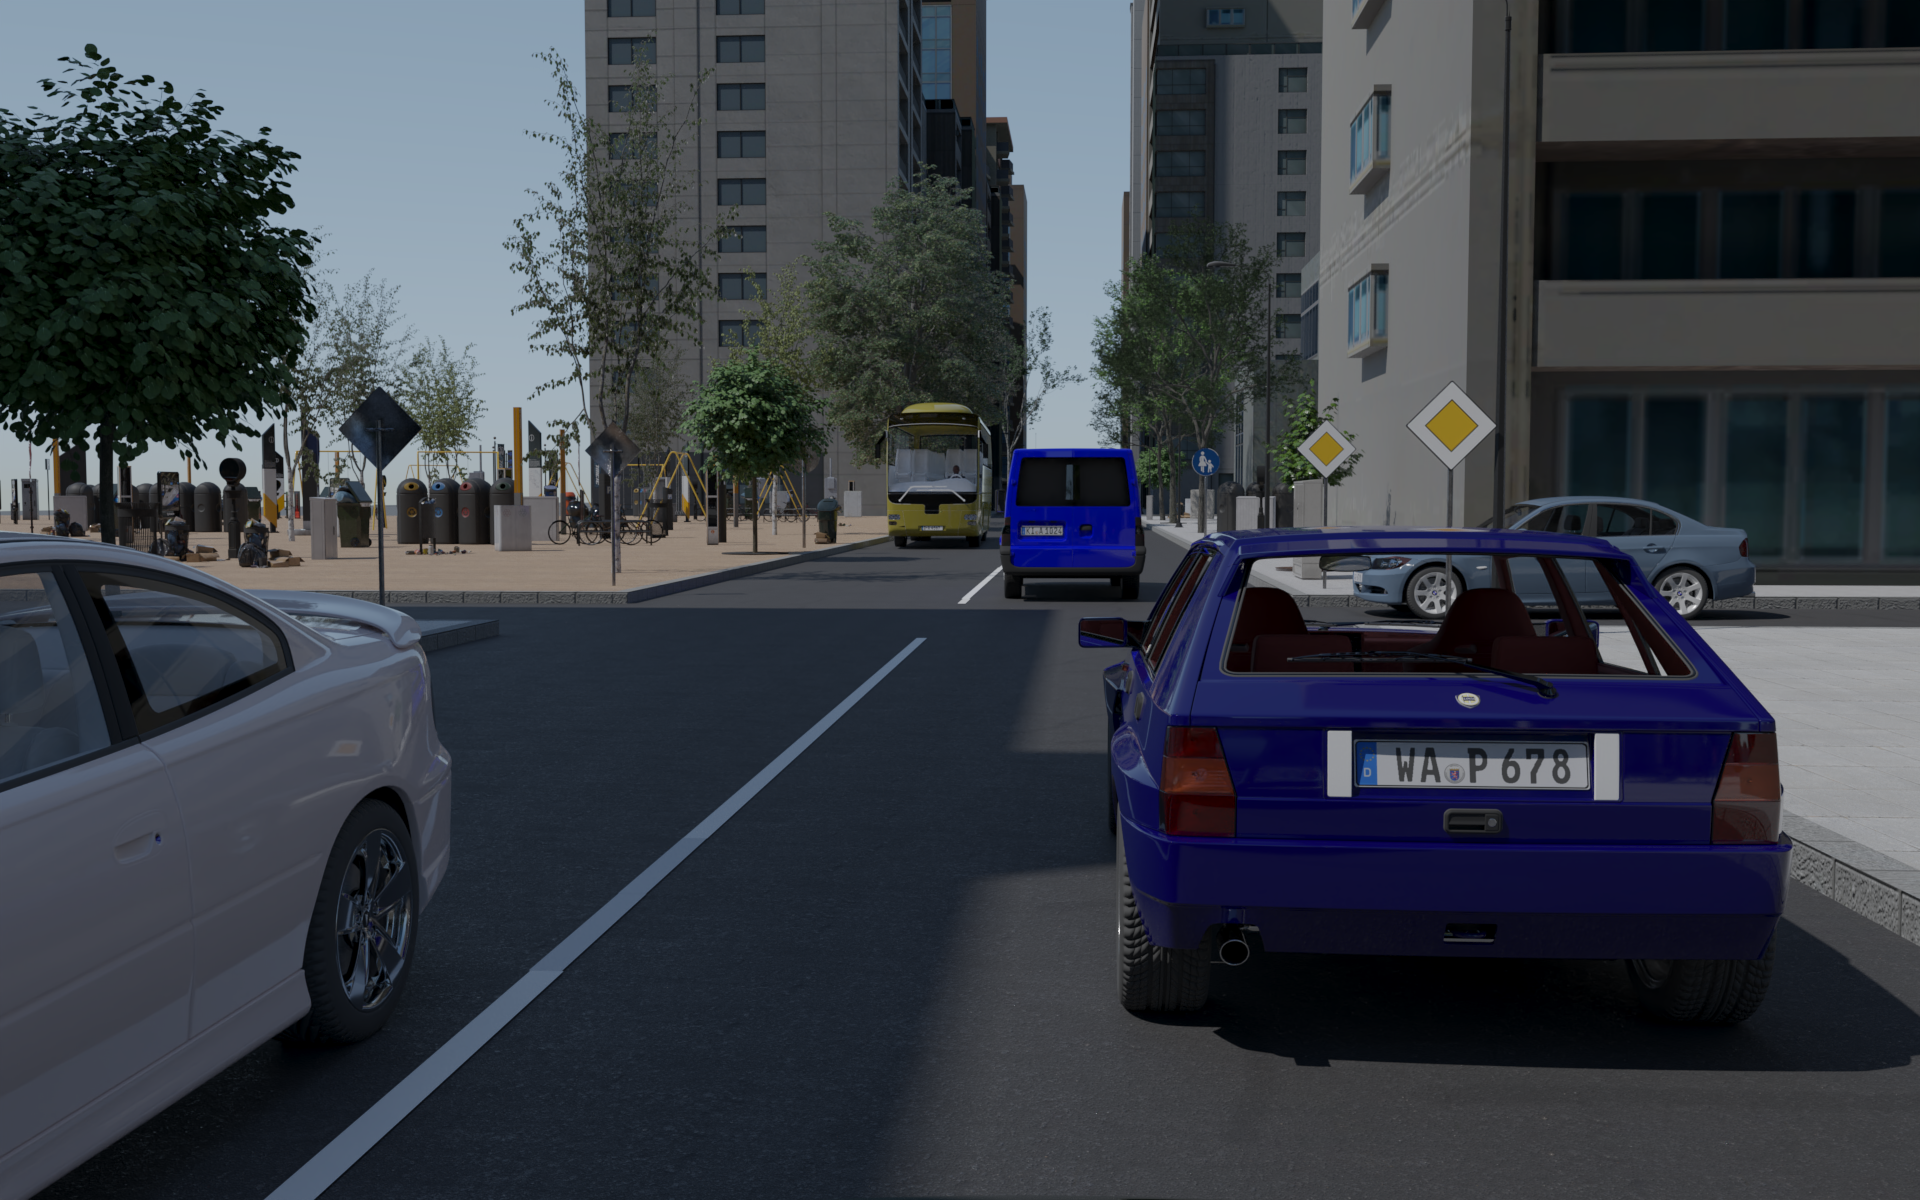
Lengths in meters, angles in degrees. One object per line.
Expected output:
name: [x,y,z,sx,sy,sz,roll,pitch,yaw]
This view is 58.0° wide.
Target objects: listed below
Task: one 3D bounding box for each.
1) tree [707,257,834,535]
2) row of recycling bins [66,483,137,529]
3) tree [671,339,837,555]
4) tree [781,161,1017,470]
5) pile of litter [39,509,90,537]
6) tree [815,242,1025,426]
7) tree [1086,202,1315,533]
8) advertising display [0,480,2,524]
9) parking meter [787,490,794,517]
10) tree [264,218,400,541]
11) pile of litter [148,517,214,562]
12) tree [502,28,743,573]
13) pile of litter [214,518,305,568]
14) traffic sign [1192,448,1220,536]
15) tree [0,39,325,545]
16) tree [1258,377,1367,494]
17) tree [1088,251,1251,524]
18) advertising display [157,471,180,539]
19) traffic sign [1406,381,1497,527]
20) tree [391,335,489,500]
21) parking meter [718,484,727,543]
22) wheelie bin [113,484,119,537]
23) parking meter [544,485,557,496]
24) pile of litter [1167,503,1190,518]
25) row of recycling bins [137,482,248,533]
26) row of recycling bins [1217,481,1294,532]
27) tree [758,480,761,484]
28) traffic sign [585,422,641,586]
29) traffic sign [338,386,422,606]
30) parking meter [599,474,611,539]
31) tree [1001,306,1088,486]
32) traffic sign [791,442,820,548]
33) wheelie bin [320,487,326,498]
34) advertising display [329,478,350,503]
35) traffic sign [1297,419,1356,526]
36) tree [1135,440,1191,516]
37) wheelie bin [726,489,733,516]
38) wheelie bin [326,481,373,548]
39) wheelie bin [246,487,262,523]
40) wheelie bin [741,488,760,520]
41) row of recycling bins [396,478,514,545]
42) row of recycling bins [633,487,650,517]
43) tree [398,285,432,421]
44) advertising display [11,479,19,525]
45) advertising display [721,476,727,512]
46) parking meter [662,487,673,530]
tree: [-5.864,-6.353,54.230,4.737,8.622,4.395,0,3,0]
row of recycling bins: [-31.217,-3.480,64.003,1.069,1.692,3.534,2,4,30]
tree: [-4.460,-3.258,36.983,4.285,4.588,4.351,0,3,0]
tree: [-2.222,-9.886,68.286,9.857,13.997,8.962,0,3,0]
pile of litter: [-26.985,-2.316,51.825,1.719,0.858,1.176,-2,4,-29]
tree: [-1.837,-10.446,81.158,12.009,13.543,11.850,0,3,0]
tree: [7.710,-7.468,56.515,8.767,10.594,7.601,3,5,41]
advertising display: [-42.045,-4.281,75.205,0.974,1.923,0.123,1,4,19]
parking meter: [-9.675,-5.524,98.732,0.372,1.533,0.369,0,3,0]
tree: [-17.924,-5.901,46.850,4.360,8.622,3.978,0,3,0]
pile of litter: [-14.654,-1.158,32.901,1.176,0.858,1.719,3,5,40]
tree: [-5.606,-4.757,28.147,4.360,8.622,3.978,0,3,0]
pile of litter: [-12.253,-1.032,30.830,1.176,0.858,1.719,0,4,2]
traffic sign: [6.819,-2.933,48.057,0.768,2.556,0.104,1,4,11]
tree: [-6.250,-1.778,12.780,4.285,4.588,4.351,0,3,0]
tree: [5.796,-2.090,28.770,1.663,3.219,1.824,0,3,0]
tree: [9.122,-9.124,74.932,9.928,11.665,9.643,0,3,0]
advertising display: [-22.580,-2.705,49.435,0.123,1.923,0.974,0,4,5]
traffic sign: [4.362,-0.722,15.440,0.795,2.450,0.064,0,4,4]
tree: [-23.528,-7.895,79.441,4.737,8.622,4.395,0,3,0]
parking meter: [-6.349,-2.281,45.699,0.372,1.533,0.369,0,3,0]
wheelie bin: [-25.281,-2.688,51.852,0.980,1.594,0.693,2,4,31]
parking meter: [-11.622,-2.494,49.186,0.372,1.533,0.369,0,3,0]
pile of litter: [11.669,-4.727,91.256,1.719,0.858,1.176,0,4,7]
row of recycling bins: [-25.655,-3.132,58.328,3.534,1.692,1.069,1,4,9]
row of recycling bins: [9.995,-2.965,55.592,3.534,1.692,1.069,-1,4,-13]
tree: [-11.192,-8.558,90.290,4.360,8.622,3.978,0,3,0]
traffic sign: [-4.831,-1.253,24.127,0.795,2.450,0.064,0,4,4]
traffic sign: [-5.405,-0.766,16.162,0.795,2.450,0.064,0,4,4]
parking meter: [-10.145,-2.691,49.715,0.255,1.863,0.399,2,4,32]
tree: [6.209,-19.451,173.914,12.611,20.169,13.585,0,3,0]
traffic sign: [-3.711,-2.511,41.159,0.768,2.556,0.104,1,4,10]
wheelie bin: [-26.385,-3.947,72.444,0.980,1.594,0.693,3,4,36]
advertising display: [-24.484,-3.865,68.413,0.974,1.923,0.123,2,4,25]
traffic sign: [4.937,-1.209,23.404,0.795,2.450,0.064,0,4,4]
tree: [12.035,-7.303,103.125,4.285,4.588,4.351,0,3,0]
wheelie bin: [-13.218,-5.617,99.739,0.980,1.594,0.693,-3,5,-39]
wheelie bin: [-14.563,-2.057,41.545,0.693,1.594,0.980,1,4,9]
wheelie bin: [-30.172,-4.016,73.566,0.693,1.594,0.980,3,5,42]
wheelie bin: [-10.525,-4.835,86.959,0.980,1.594,0.693,-1,4,-10]
row of recycling bins: [-12.786,-2.270,44.231,3.534,1.692,1.069,1,4,16]
row of recycling bins: [-17.562,-5.543,97.740,1.069,1.692,3.534,-2,4,-27]
tree: [-19.728,-6.535,57.210,4.360,8.622,3.978,0,3,0]
advertising display: [-39.927,-4.157,73.178,0.123,1.923,0.974,-3,4,-36]
advertising display: [-8.637,-3.551,63.277,0.123,1.923,0.974,0,4,-3]
parking meter: [-10.367,-3.244,61.444,0.372,1.533,0.369,0,3,0]
